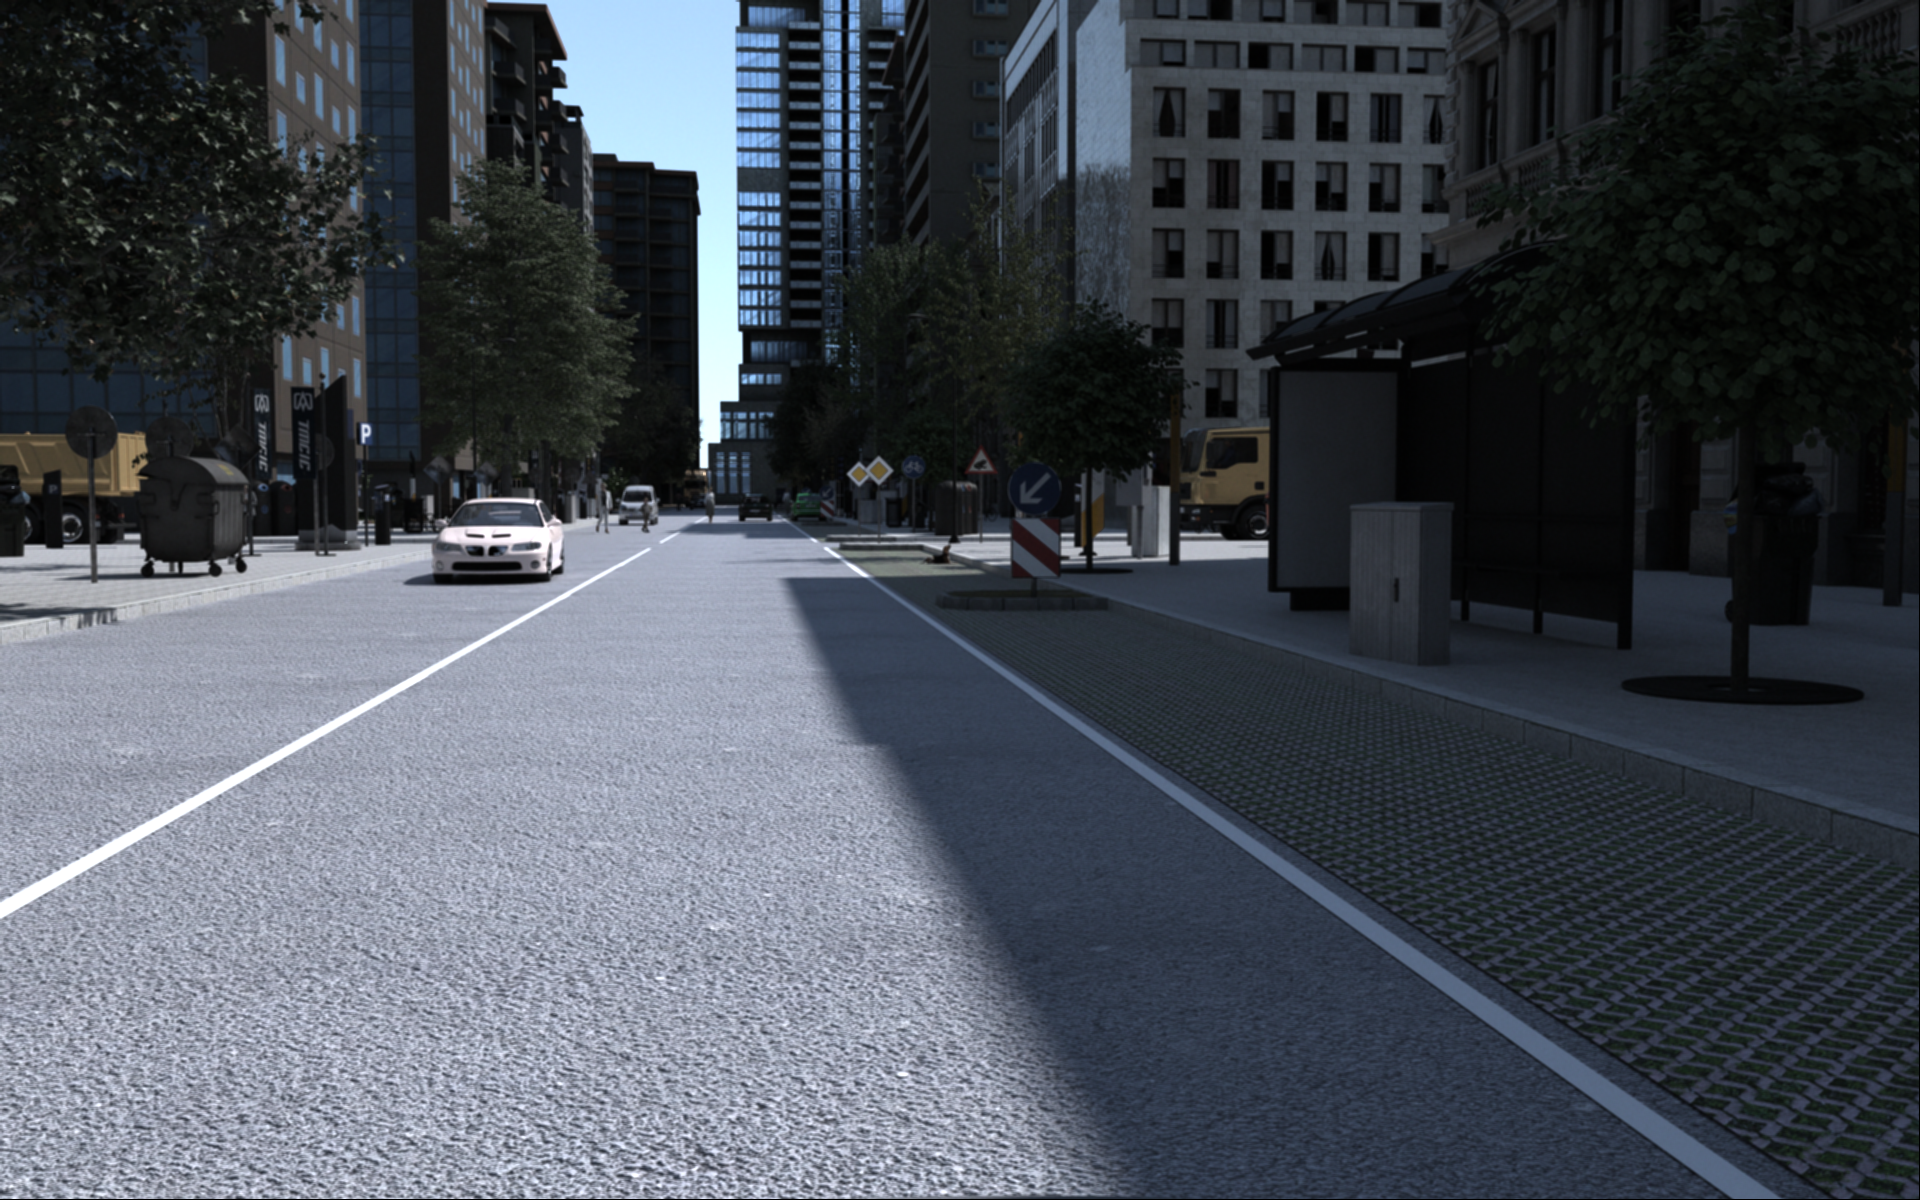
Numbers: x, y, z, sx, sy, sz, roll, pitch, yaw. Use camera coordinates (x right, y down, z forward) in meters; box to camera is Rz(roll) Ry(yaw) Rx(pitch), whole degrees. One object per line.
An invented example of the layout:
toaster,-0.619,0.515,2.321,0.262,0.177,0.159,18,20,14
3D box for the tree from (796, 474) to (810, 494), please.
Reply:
tree,-18.744,-15.499,203.765,4.737,8.622,4.395,0,3,0

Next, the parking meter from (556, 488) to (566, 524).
parking meter,-17.289,-4.075,75.042,0.372,1.533,0.369,0,3,0

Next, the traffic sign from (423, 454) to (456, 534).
traffic sign,-13.064,-2.438,43.497,0.795,2.450,0.064,0,4,-7

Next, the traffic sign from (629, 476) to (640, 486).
traffic sign,-22.538,-7.323,119.832,0.768,2.556,0.104,0,4,-5

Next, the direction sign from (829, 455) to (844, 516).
direction sign,-7.245,-6.689,101.367,0.876,3.537,0.379,0,4,-2

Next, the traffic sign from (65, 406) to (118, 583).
traffic sign,-12.516,-1.521,24.967,0.768,2.556,0.104,0,4,3

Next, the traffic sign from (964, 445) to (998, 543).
traffic sign,0.551,-2.779,45.436,0.884,2.594,0.081,0,4,-4

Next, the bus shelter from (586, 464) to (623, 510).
bus shelter,-24.177,-7.583,117.901,2.014,3.302,5.546,0,4,-7

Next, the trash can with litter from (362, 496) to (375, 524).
trash can with litter,-25.402,-3.936,75.417,1.678,1.210,2.233,0,4,-4

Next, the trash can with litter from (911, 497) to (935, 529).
trash can with litter,-1.287,-3.246,64.458,1.055,1.170,0.624,1,4,12

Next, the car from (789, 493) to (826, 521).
car,-8.032,-5.076,91.792,1.959,1.807,4.718,0,4,-8

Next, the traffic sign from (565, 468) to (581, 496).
traffic sign,-18.756,-5.123,83.872,0.768,2.556,0.104,0,4,-5

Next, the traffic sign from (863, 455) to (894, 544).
traffic sign,-2.099,-2.518,44.816,0.795,2.450,0.064,0,4,-7

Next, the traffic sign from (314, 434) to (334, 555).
traffic sign,-13.591,-2.229,36.543,0.768,2.556,0.104,0,4,-1

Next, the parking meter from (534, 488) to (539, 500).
parking meter,-19.254,-4.285,78.478,0.372,1.533,0.369,0,3,0

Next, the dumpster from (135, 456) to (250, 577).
dumpster,-12.127,-1.324,27.402,1.264,1.857,1.865,0,4,-7

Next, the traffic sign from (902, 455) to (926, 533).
traffic sign,-1.510,-3.461,56.698,0.768,2.556,0.104,0,4,-4

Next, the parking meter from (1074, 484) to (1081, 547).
parking meter,2.958,-2.051,41.949,0.372,1.533,0.369,0,3,0

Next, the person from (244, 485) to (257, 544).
person,-19.102,-2.304,46.359,0.537,1.800,0.526,-1,4,-11

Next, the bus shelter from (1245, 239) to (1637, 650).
bus shelter,4.484,-1.384,16.546,2.014,3.302,5.546,0,4,-7

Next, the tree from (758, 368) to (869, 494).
tree,-13.641,-15.339,161.157,12.009,13.543,11.850,0,3,0

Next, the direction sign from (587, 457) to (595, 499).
direction sign,-22.703,-7.006,106.551,0.379,3.537,0.876,1,4,19

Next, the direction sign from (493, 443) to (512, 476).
direction sign,-20.210,-5.173,76.575,0.379,3.537,0.876,3,5,43

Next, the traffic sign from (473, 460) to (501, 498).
traffic sign,-14.036,-2.922,51.423,0.795,2.450,0.064,0,4,-7

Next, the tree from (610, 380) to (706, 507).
tree,-30.413,-15.719,174.010,9.611,12.733,9.660,0,3,0

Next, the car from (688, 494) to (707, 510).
car,-23.813,-9.082,158.278,2.009,1.686,4.222,0,4,-7

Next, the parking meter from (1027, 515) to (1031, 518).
parking meter,2.409,-3.217,58.313,0.255,1.863,0.399,1,4,12

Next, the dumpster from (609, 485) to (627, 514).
dumpster,-25.017,-7.492,124.995,1.502,2.255,1.985,0,4,-7

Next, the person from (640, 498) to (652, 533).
person,-11.704,-3.173,64.643,0.475,1.303,0.640,-3,5,-45

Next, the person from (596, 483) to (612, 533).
person,-13.051,-3.362,63.345,0.514,1.842,0.818,-3,4,-36

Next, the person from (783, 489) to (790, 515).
person,-12.019,-6.834,120.461,0.478,1.798,0.641,2,4,26

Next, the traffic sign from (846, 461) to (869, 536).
traffic sign,-3.071,-3.003,52.742,0.795,2.450,0.064,0,4,-7

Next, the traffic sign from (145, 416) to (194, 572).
traffic sign,-12.961,-1.731,28.410,0.768,2.556,0.104,0,4,-5

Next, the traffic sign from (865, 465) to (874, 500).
traffic sign,-4.161,-4.721,77.184,0.884,2.594,0.081,0,4,-5

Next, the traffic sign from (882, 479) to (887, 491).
traffic sign,-4.066,-5.648,92.449,0.768,2.556,0.104,0,4,1

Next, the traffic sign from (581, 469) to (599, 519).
traffic sign,-19.197,-5.496,89.867,0.884,2.594,0.081,0,4,-4

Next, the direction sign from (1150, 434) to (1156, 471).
direction sign,6.358,-4.016,57.664,0.379,3.537,0.876,2,4,25

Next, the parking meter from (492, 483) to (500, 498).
parking meter,-23.721,-5.060,88.445,0.399,1.863,0.255,-1,4,-11

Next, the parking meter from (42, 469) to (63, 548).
parking meter,-21.464,-2.156,40.958,0.399,1.863,0.255,-2,4,-34

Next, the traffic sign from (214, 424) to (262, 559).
traffic sign,-11.863,-1.669,28.480,0.795,2.450,0.064,0,4,0

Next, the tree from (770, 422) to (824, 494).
tree,-17.496,-16.860,193.794,7.486,12.596,7.792,0,3,0

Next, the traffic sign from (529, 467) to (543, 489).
traffic sign,-20.154,-5.037,82.467,0.768,2.556,0.104,0,4,-2

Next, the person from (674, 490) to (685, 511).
person,-23.815,-8.429,147.030,1.217,1.736,0.721,2,4,35

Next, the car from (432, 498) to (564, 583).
car,-7.838,-1.057,29.651,2.083,1.381,4.827,-1,4,-9

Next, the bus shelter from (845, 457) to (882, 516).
bus shelter,-5.404,-6.397,98.516,2.014,3.302,5.546,0,4,-7

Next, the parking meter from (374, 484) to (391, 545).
parking meter,-14.568,-2.157,43.679,0.372,1.533,0.369,0,3,0

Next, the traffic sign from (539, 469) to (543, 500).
traffic sign,-20.733,-5.225,85.533,0.768,2.556,0.104,0,4,-2

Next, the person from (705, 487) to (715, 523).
person,-12.437,-4.736,86.167,0.478,1.798,0.641,0,4,3

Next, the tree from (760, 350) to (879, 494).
tree,-11.313,-13.533,138.279,9.611,12.733,9.660,0,3,0

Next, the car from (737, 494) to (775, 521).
car,-10.843,-5.030,92.026,2.009,1.686,4.222,0,4,-5

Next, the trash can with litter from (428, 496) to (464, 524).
trash can with litter,-22.202,-3.923,75.197,2.233,1.210,1.678,-1,4,-14

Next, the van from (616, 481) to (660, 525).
van,-15.042,-4.529,81.059,2.013,2.044,4.112,0,4,-7

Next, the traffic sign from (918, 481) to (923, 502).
traffic sign,-1.716,-4.732,77.469,0.768,2.556,0.104,0,4,-5

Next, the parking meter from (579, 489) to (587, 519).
parking meter,-19.462,-4.956,89.439,0.372,1.533,0.369,0,3,0
